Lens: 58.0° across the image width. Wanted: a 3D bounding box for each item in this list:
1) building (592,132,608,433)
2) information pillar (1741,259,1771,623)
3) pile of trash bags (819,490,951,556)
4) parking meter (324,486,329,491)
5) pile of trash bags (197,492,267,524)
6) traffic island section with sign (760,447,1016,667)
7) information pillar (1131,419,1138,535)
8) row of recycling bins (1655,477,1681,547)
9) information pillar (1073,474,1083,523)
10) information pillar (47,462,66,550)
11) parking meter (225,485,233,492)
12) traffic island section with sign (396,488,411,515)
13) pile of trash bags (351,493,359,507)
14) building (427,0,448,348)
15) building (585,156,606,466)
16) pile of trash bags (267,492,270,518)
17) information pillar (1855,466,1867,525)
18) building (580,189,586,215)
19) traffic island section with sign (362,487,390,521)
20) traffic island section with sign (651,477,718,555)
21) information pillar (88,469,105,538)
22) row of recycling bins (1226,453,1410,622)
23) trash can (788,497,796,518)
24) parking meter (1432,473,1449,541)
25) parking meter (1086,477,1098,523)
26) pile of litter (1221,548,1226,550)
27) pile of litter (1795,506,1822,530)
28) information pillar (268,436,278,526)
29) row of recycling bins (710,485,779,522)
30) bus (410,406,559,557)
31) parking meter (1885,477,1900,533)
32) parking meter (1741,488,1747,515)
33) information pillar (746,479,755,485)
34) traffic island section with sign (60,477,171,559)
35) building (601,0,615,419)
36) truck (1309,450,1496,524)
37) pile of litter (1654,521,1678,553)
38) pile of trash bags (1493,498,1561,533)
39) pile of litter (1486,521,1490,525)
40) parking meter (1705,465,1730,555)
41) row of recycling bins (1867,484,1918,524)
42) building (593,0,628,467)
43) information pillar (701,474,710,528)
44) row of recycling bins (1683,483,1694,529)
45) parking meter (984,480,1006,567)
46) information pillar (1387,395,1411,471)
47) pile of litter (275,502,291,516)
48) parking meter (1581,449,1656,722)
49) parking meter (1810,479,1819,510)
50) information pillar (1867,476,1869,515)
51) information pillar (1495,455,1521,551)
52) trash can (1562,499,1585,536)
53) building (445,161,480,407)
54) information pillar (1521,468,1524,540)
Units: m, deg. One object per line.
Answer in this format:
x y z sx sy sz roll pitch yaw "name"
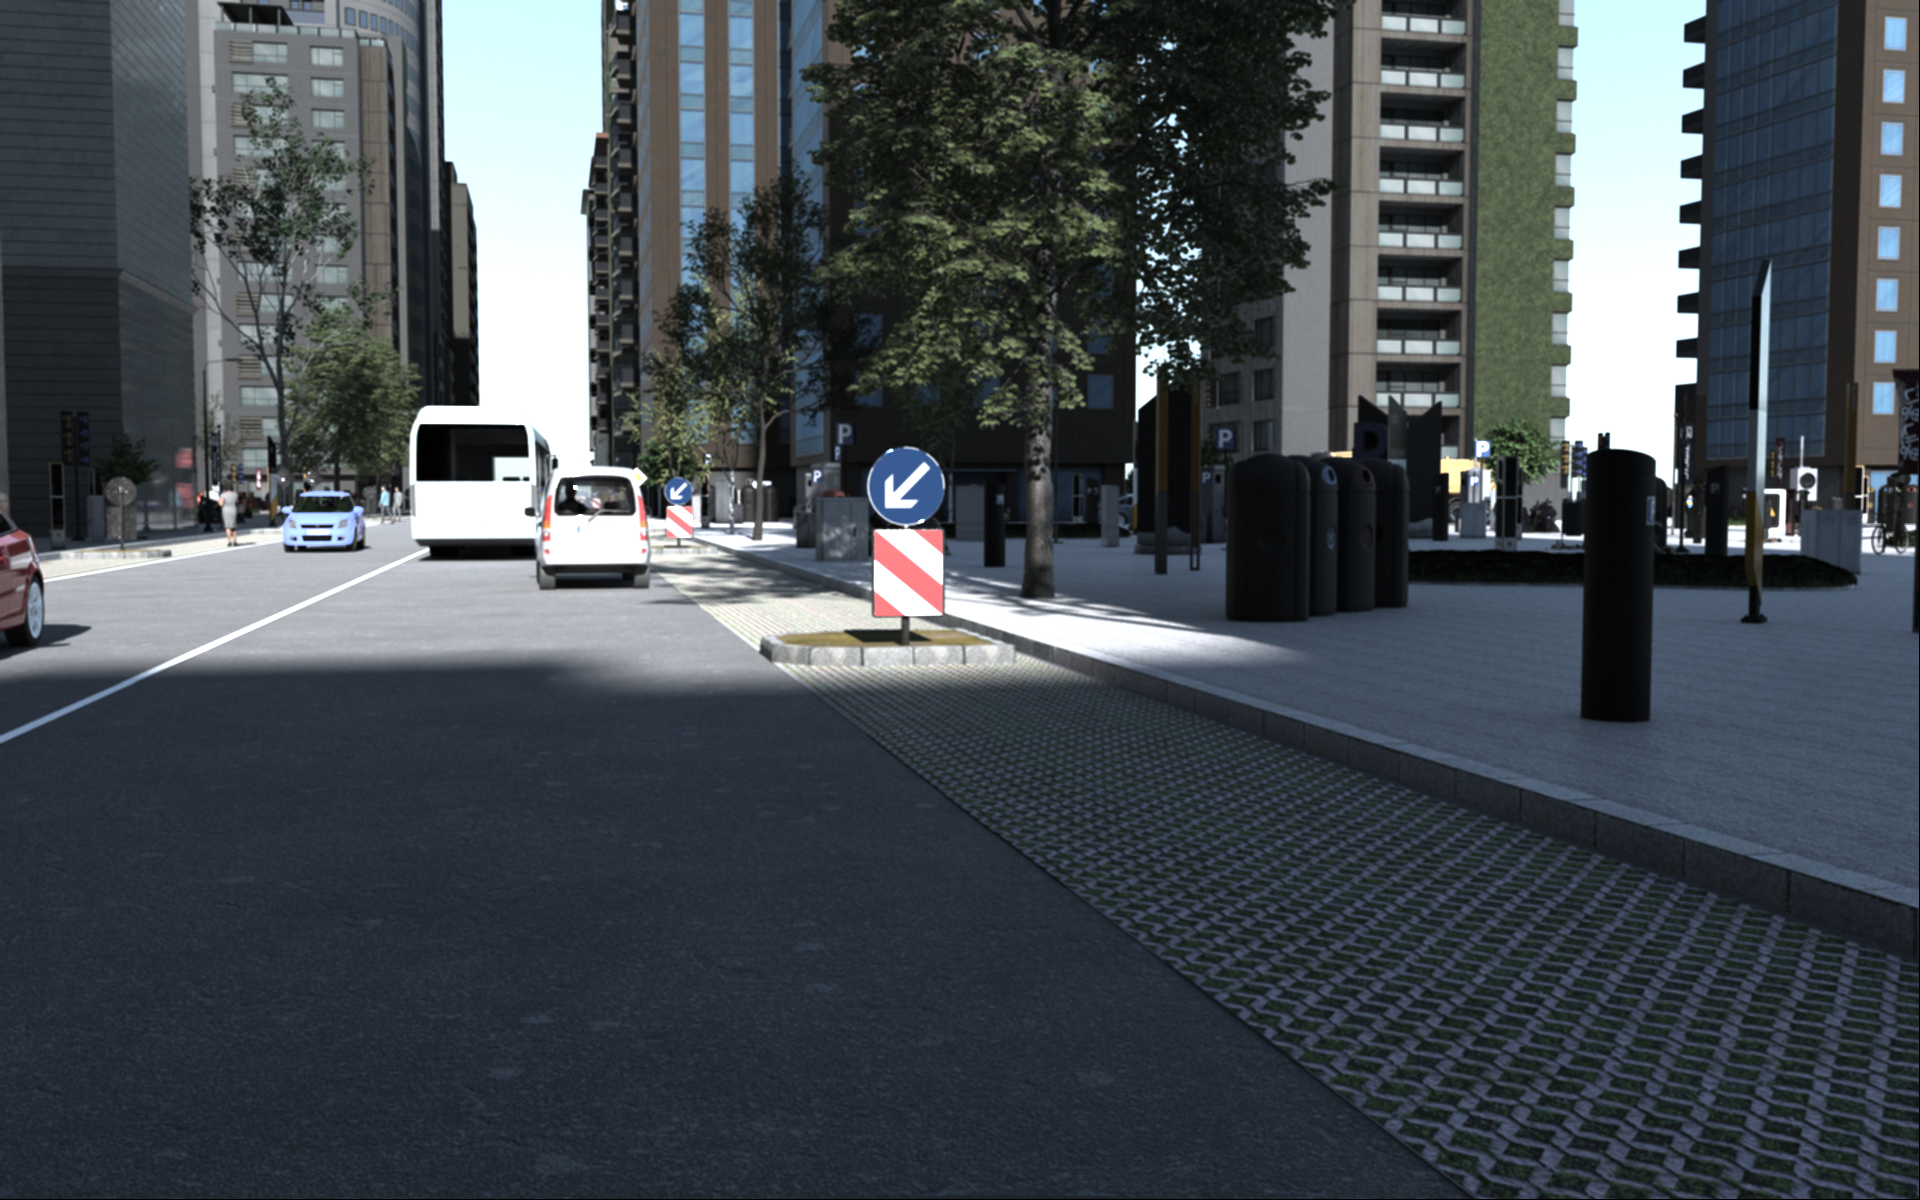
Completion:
-32.826 -33.922 209.250 22.147 44.769 28.867 -1 4 -13 "building"
7.908 -1.579 17.173 0.183 3.616 0.504 2 4 34 "information pillar"
-1.746 -1.572 35.449 1.912 1.369 3.447 2 4 32 "pile of trash bags"
-47.957 -7.683 131.327 0.399 1.863 0.255 -1 4 -10 "parking meter"
-32.660 -4.111 76.962 1.912 1.369 3.447 0 4 4 "pile of trash bags"
-0.724 -0.407 15.281 1.989 1.847 2.006 -1 4 -13 "traffic island section with sign"
5.658 -3.864 54.537 0.504 3.616 0.183 -2 4 -27 "information pillar"
14.391 -1.818 36.833 1.069 1.692 3.534 1 4 14 "row of recycling bins"
4.348 -3.639 63.989 0.304 2.012 0.304 2 4 23 "information pillar"
-20.920 -2.179 40.117 0.304 2.012 0.304 -2 4 -34 "information pillar"
-45.152 -6.195 107.007 0.255 1.863 0.399 3 5 40 "parking meter"
-37.659 -6.731 118.678 1.989 1.847 2.006 -1 4 -13 "traffic island section with sign"
-38.870 -6.087 109.270 1.912 1.369 3.447 0 4 7 "pile of trash bags"
-77.312 -48.532 231.744 20.563 71.187 20.611 -1 4 -13 "building"
-41.717 -41.346 265.252 28.713 52.752 27.495 -1 4 -13 "building"
-38.558 -5.099 93.129 3.447 1.369 1.912 -2 4 -28 "pile of trash bags"
23.252 -2.478 45.003 0.304 2.012 0.304 1 4 9 "information pillar"
-48.769 -42.969 291.789 28.713 52.752 27.495 -1 4 -13 "building"
-31.456 -5.118 92.299 1.989 1.847 2.006 -1 4 -13 "traffic island section with sign"
-6.938 -2.026 41.760 1.989 1.847 2.006 -1 4 -13 "traffic island section with sign"
-25.332 -2.835 50.839 0.304 2.012 0.304 3 4 38 "information pillar"
3.883 -0.713 18.769 1.069 1.692 3.534 3 4 36 "row of recycling bins"
-8.790 -4.925 92.173 0.748 1.137 0.748 0 3 0 "trash can"
13.169 -2.554 47.468 0.255 1.863 0.399 -2 4 -33 "parking meter"
4.571 -3.311 59.844 0.255 1.863 0.399 -3 4 -36 "parking meter"
6.864 -1.563 39.512 1.719 0.858 1.176 2 4 24 "pile of litter"
30.153 -2.907 61.488 1.719 0.858 1.176 0 4 -6 "pile of litter"
-27.704 -4.798 69.797 0.183 3.616 0.504 1 4 8 "information pillar"
-10.033 -4.389 78.869 3.534 1.692 1.069 0 4 -6 "row of recycling bins"
-11.564 -2.934 42.836 2.948 3.499 13.247 -1 4 -12 "bus"
31.140 -3.184 57.776 0.255 1.863 0.399 -1 4 -17 "parking meter"
32.998 -3.930 72.661 0.372 1.533 0.369 0 3 0 "parking meter"
-10.377 -4.981 85.936 0.304 2.012 0.304 3 5 44 "information pillar"
-18.931 -1.855 38.963 1.989 1.847 2.006 -1 4 -13 "traffic island section with sign"
-40.944 -49.050 240.211 20.563 71.187 20.611 -1 4 -13 "building"
19.621 -5.005 77.762 9.791 3.379 3.469 -1 4 -11 "truck"
13.165 -1.123 32.321 1.176 0.858 1.719 2 4 28 "pile of litter"
18.983 -2.986 58.576 1.912 1.369 3.447 0 4 3 "pile of trash bags"
22.329 -3.474 70.771 1.719 0.858 1.176 3 4 39 "pile of litter"
15.249 -1.786 34.909 0.255 1.863 0.399 -3 5 -41 "parking meter"
40.213 -4.101 74.169 3.534 1.692 1.069 2 4 23 "row of recycling bins"
-26.481 -52.954 178.470 22.319 86.520 31.000 -1 4 -13 "building"
-9.539 -3.696 64.918 0.304 2.012 0.304 0 4 1 "information pillar"
27.697 -3.563 65.361 1.069 1.692 3.534 3 4 36 "row of recycling bins"
0.612 -1.356 30.589 0.372 1.533 0.369 0 3 0 "parking meter"
10.357 -3.044 41.125 0.504 3.616 0.183 -1 4 -20 "information pillar"
-39.628 -5.373 101.820 1.719 0.858 1.176 2 4 31 "pile of litter"
3.751 -0.089 9.871 0.372 1.533 0.369 0 3 0 "parking meter"
33.425 -3.797 67.787 0.255 1.863 0.399 2 4 23 "parking meter"
37.681 -4.146 72.283 0.304 2.012 0.304 0 4 7 "information pillar"
10.418 -1.744 33.010 0.304 2.012 0.304 -1 4 -10 "information pillar"
18.791 -2.528 52.989 0.748 1.137 0.748 0 3 0 "trash can"
-82.219 -38.485 252.924 21.300 48.544 21.600 -1 4 -13 "building"
15.513 -2.686 48.404 0.304 2.012 0.304 -1 4 -16 "information pillar"
